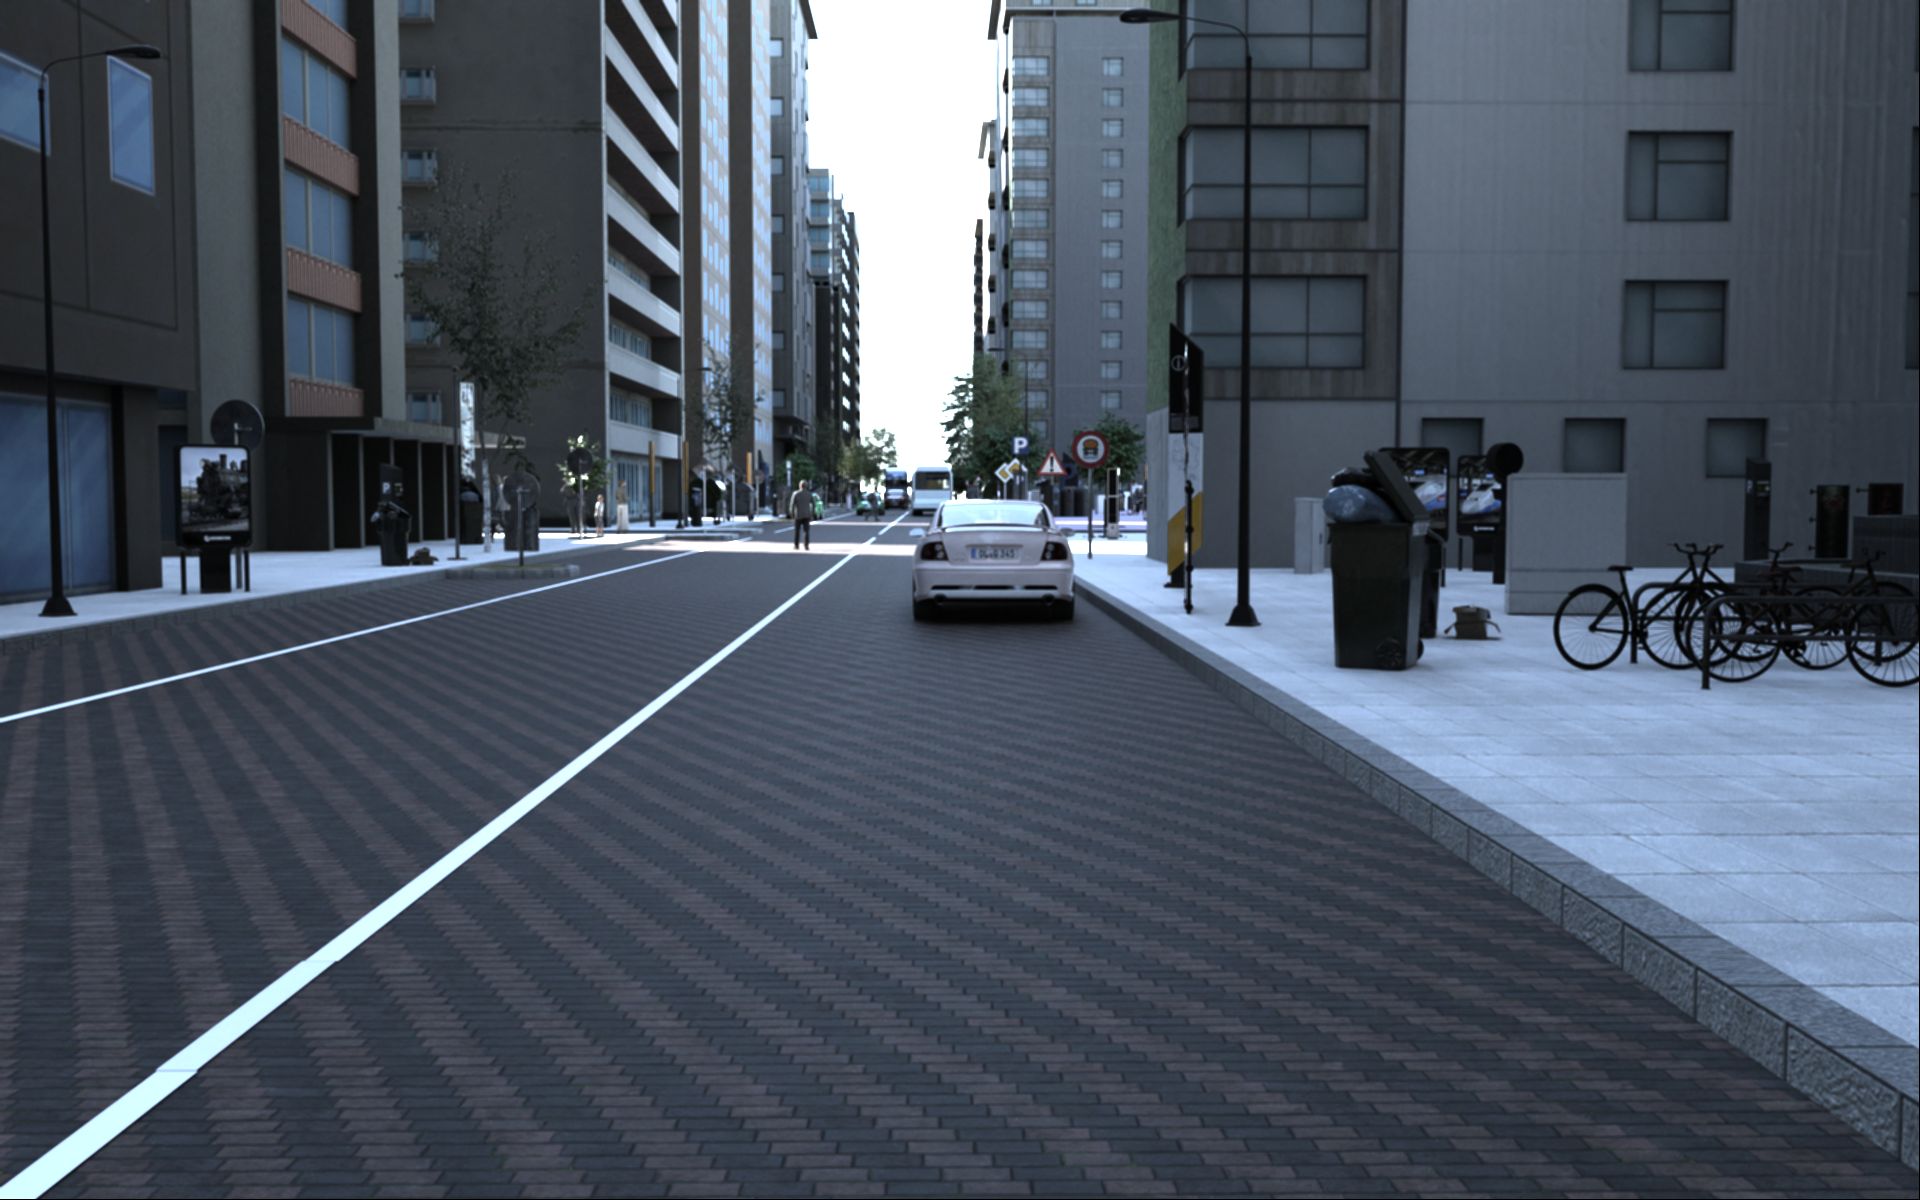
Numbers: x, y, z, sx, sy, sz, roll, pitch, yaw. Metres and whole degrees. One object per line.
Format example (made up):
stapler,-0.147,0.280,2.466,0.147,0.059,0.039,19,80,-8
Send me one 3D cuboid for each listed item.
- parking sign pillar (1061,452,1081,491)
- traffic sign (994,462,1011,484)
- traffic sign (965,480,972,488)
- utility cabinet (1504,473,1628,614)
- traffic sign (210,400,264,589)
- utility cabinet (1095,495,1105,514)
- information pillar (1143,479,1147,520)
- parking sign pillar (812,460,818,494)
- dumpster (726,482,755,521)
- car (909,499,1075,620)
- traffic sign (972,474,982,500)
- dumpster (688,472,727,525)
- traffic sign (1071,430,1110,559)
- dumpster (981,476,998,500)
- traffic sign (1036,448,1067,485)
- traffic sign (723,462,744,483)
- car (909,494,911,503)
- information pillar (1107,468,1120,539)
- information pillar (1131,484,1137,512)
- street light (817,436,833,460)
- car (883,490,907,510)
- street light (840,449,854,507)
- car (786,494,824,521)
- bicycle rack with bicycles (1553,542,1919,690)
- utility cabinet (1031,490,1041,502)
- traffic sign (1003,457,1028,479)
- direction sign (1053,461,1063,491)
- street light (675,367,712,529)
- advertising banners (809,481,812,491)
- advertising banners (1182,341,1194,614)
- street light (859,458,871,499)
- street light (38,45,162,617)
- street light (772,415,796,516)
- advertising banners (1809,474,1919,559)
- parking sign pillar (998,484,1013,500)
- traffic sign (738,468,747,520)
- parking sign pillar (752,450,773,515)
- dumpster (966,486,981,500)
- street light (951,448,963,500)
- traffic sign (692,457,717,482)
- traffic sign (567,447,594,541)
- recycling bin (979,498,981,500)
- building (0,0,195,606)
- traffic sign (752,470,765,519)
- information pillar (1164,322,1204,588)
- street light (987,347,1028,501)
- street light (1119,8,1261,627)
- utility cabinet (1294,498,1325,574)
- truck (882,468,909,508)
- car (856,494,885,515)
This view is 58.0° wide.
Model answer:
parking sign pillar,7.021,-7.401,109.484,1.447,3.967,1.447,2,4,35
traffic sign,1.658,-3.720,63.020,0.795,2.593,0.064,0,4,-1
traffic sign,0.745,-8.069,132.035,0.768,2.556,0.104,0,4,5
utility cabinet,6.416,-0.592,18.363,1.173,1.500,0.318,0,4,8
traffic sign,-9.778,-1.426,23.426,0.768,2.556,0.104,0,4,7
utility cabinet,8.966,-6.023,109.636,1.020,1.237,0.306,-3,5,-43
information pillar,9.123,-4.915,84.844,0.304,2.012,0.304,0,4,1
parking sign pillar,-11.511,-9.115,137.504,1.447,3.967,1.447,0,4,-1
dumpster,-10.589,-4.755,83.504,1.264,1.857,1.865,0,4,-1
car,0.394,-0.537,21.147,2.083,1.381,4.827,0,4,0
traffic sign,1.216,-6.980,114.132,0.884,2.594,0.081,0,3,0
dumpster,-10.510,-4.227,71.605,1.502,2.255,1.985,0,4,-1
traffic sign,2.585,-2.094,34.345,0.768,2.556,0.104,0,4,3
dumpster,1.795,-4.937,83.221,1.502,2.255,1.985,0,4,-1
traffic sign,2.612,-3.012,49.256,0.884,2.594,0.081,0,4,7
traffic sign,-8.235,-3.712,62.881,0.795,2.593,0.064,0,4,-1
car,-7.549,-15.359,261.335,2.015,1.641,3.980,0,4,-1
information pillar,4.349,-2.729,49.109,0.304,2.012,0.304,1,4,14
information pillar,12.281,-7.191,122.070,0.304,2.012,0.304,3,4,38
street light,-10.927,-10.205,139.394,1.470,5.913,1.316,0,4,-1
car,-5.998,-9.300,160.732,2.281,1.827,5.304,0,4,1
street light,-11.592,-12.525,177.320,1.470,5.913,1.316,0,4,-1
car,-8.535,-5.286,95.214,1.959,1.807,4.718,0,4,1
bicycle rack with bicycles,5.738,0.067,12.289,2.925,0.926,2.852,0,4,8
utility cabinet,4.349,-5.132,92.586,1.173,1.500,0.318,2,4,34
traffic sign,1.787,-3.232,55.036,0.795,2.593,0.064,0,4,-1
direction sign,6.749,-7.645,116.996,0.876,3.537,0.379,0,4,-4
street light,-9.772,-5.569,63.595,1.470,5.913,1.316,0,4,-1
advertising banners,-11.639,-8.203,130.314,0.090,3.025,2.074,2,4,27
advertising banners,2.546,-1.418,19.374,0.090,3.025,2.074,0,4,6
street light,-12.319,-15.280,222.361,1.470,5.913,1.316,0,4,-1
street light,-8.967,-2.785,18.078,1.470,5.913,1.316,0,4,-1
street light,-10.367,-7.916,101.973,1.470,5.913,1.316,0,4,-1
advertising banners,13.490,-1.779,25.282,2.074,3.025,0.090,0,4,2
parking sign pillar,2.434,-5.629,80.501,1.447,3.967,1.447,-1,4,-10
traffic sign,-10.668,-5.222,85.482,0.768,2.556,0.104,0,4,5
parking sign pillar,-12.042,-7.211,106.364,1.447,3.967,1.447,0,4,5
dumpster,1.104,-7.100,121.843,1.264,1.857,1.865,0,4,-1
street light,-0.257,-12.354,174.526,1.470,5.913,1.316,0,4,-1
traffic sign,-8.106,-3.224,54.897,0.795,2.593,0.064,0,4,-1
traffic sign,-10.361,-2.884,47.263,0.768,2.556,0.104,0,4,6
recycling bin,1.694,-6.142,112.979,0.722,1.027,0.722,3,5,42
building,-17.368,-22.351,15.557,14.600,45.320,14.200,0,4,-1
traffic sign,-10.574,-5.524,90.419,0.768,2.556,0.104,0,4,2
information pillar,3.059,-1.971,23.581,0.504,3.616,0.183,2,4,32
street light,1.568,-5.043,54.988,1.470,5.913,1.316,0,4,-1
street light,2.226,-2.703,16.742,1.470,5.913,1.316,0,4,-1
utility cabinet,5.685,-1.037,28.116,0.306,1.237,1.020,1,4,23
truck,-6.852,-11.997,185.903,2.967,4.110,18.799,0,4,-2
car,-6.065,-6.656,117.622,1.959,1.807,4.718,0,4,0
